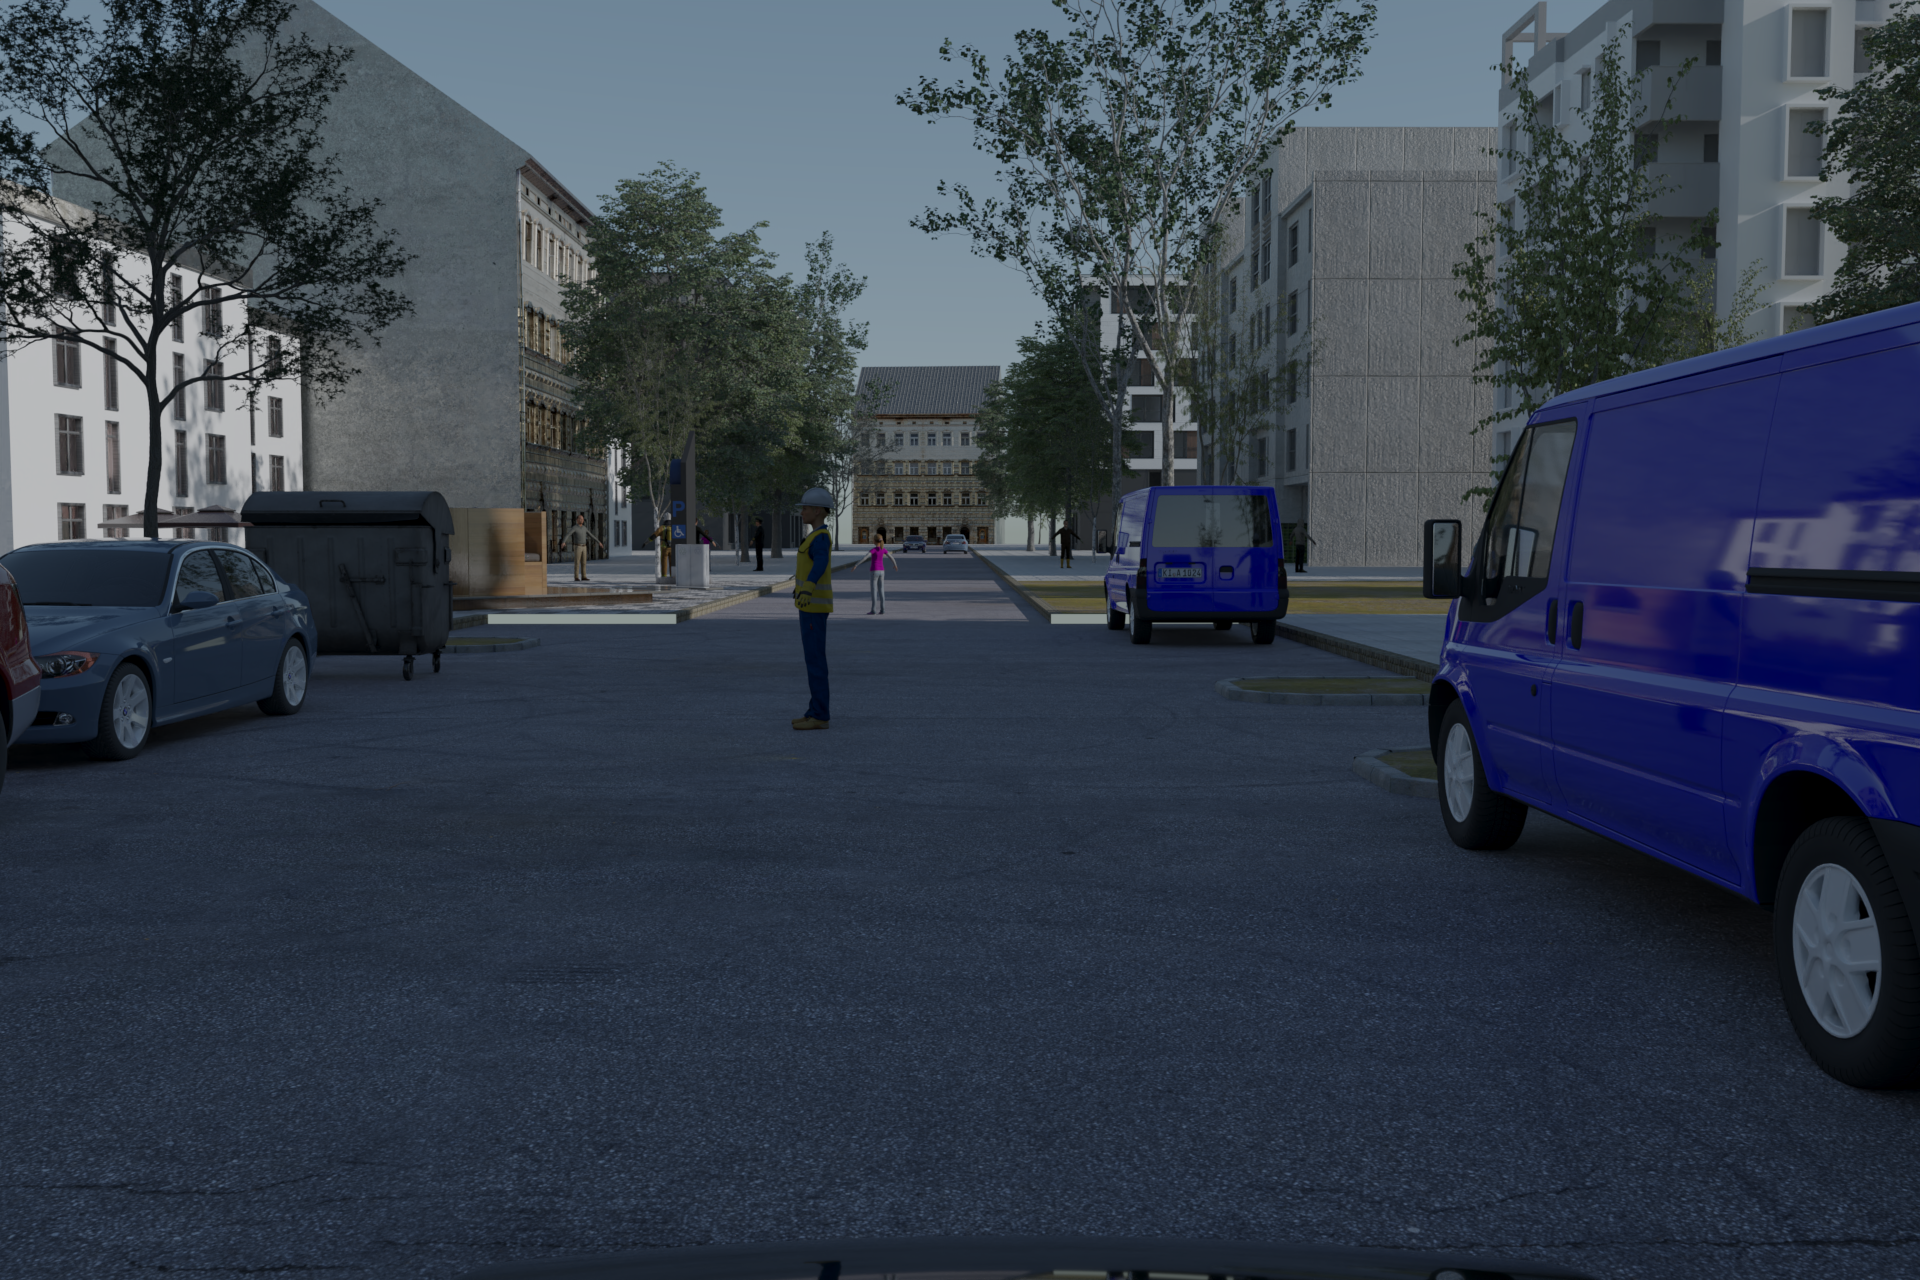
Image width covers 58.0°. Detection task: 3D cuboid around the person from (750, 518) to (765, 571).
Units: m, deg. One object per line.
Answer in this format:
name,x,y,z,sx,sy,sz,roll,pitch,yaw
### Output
person,-6.954,-3.292,59.760,0.705,1.837,1.347,1,4,10

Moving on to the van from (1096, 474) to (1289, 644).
van,3.151,-1.211,24.186,2.240,2.365,5.245,0,3,0

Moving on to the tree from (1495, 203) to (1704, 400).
tree,14.205,-5.410,38.821,4.737,8.622,4.395,0,3,0

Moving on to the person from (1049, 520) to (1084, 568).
person,3.968,-3.600,64.995,1.346,1.812,0.704,-1,4,-13

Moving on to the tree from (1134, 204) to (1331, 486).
tree,5.586,-5.443,39.356,4.360,8.622,3.978,0,3,0

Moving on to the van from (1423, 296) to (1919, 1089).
van,3.198,-0.107,6.133,2.240,2.365,5.245,0,4,-1

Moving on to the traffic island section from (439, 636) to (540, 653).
traffic island section,-6.392,0.065,21.796,1.991,0.108,1.994,0,4,0

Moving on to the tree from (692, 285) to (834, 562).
tree,-9.575,-9.806,78.462,7.486,12.596,7.792,0,3,0

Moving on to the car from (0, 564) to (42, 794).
car,-5.675,0.126,6.610,2.281,1.827,5.304,0,4,0

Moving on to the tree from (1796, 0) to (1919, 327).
tree,22.598,-7.922,36.186,9.857,13.997,8.962,0,3,0

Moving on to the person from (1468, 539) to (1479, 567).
person,5.327,-0.645,16.383,1.345,1.849,0.704,-1,4,-21

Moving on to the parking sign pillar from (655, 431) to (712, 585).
parking sign pillar,-7.120,-3.430,44.548,1.447,3.967,1.447,0,4,1

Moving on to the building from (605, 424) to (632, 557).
building,-24.082,-9.874,103.579,9.099,9.664,28.070,0,4,-1

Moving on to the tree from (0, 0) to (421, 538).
tree,-11.417,-5.531,24.842,7.601,10.594,8.767,-2,4,-28

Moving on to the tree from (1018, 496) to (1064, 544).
tree,10.338,-17.355,218.159,7.601,10.594,8.767,0,4,8

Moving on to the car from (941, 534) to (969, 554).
car,-0.335,-6.893,124.697,2.014,1.417,4.499,0,4,-1

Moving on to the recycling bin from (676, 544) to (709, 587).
recycling bin,-6.507,-1.809,42.136,0.722,1.027,0.722,0,4,-1

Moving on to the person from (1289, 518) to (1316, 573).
person,11.336,-3.146,57.570,0.705,1.813,1.348,-2,4,-27

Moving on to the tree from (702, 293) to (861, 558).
tree,-9.907,-11.351,92.247,9.857,13.997,8.962,0,3,0

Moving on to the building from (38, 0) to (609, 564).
building,-26.967,-15.117,78.099,19.493,23.208,18.063,0,4,-1

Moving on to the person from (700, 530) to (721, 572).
person,-8.650,-3.047,59.086,0.991,1.433,0.599,-1,4,-13

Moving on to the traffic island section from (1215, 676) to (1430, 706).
traffic island section,3.320,0.453,15.459,1.991,0.108,1.994,0,3,0

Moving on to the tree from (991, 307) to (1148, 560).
tree,5.462,-10.272,86.079,7.486,12.596,7.792,0,3,0

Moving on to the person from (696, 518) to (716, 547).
person,-8.201,-2.900,53.602,1.347,1.806,0.705,1,4,20

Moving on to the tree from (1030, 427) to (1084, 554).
tree,5.462,-9.690,108.800,4.360,8.622,3.978,0,3,0

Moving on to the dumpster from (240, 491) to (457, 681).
dumpster,-6.111,-0.559,17.357,1.865,1.857,1.264,0,4,0

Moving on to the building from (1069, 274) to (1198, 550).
building,23.381,-18.882,152.700,27.936,21.610,32.646,0,3,0

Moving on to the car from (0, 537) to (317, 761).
car,-6.127,-0.028,12.467,2.014,1.417,4.499,0,4,0

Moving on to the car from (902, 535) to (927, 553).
car,-3.504,-7.392,133.444,1.945,1.354,3.894,0,3,0

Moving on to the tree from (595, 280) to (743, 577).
tree,-8.979,-6.137,50.706,4.360,8.622,3.978,0,3,0

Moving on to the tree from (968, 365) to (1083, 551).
tree,5.162,-13.541,128.044,9.857,13.997,8.962,0,3,0

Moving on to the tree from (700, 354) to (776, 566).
tree,-8.928,-7.340,70.375,4.360,8.622,3.978,0,3,0

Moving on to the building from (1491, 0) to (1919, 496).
building,25.125,-12.648,63.221,16.016,20.090,11.380,0,4,0

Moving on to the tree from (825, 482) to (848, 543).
tree,-16.767,-16.771,224.559,4.737,8.622,4.395,0,3,0

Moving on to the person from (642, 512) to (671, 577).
person,-7.786,-2.467,46.101,1.354,1.858,0.705,-2,4,-25

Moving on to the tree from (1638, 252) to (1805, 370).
tree,20.218,-5.853,46.059,4.737,8.622,4.395,0,3,0

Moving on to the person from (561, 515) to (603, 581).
person,-10.388,-2.518,47.436,0.705,1.796,1.348,3,5,42

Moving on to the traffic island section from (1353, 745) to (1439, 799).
traffic island section,3.369,0.782,10.086,1.991,0.108,1.994,0,4,-1

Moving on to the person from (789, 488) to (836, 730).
person,-1.151,-0.237,12.796,0.721,1.772,1.216,0,4,-7

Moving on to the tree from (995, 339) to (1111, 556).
tree,5.657,-11.156,100.525,7.486,12.596,7.792,0,3,0

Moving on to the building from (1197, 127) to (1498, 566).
building,22.136,-13.306,84.014,16.747,18.905,31.486,0,4,0

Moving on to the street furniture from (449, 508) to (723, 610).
street furniture,-11.021,-1.558,32.331,9.812,1.723,11.010,3,5,40

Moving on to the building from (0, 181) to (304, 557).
building,-26.960,-6.909,55.105,9.099,9.664,28.070,0,4,0

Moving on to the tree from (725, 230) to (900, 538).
tree,-10.116,-15.558,110.265,12.611,20.169,13.585,0,3,0

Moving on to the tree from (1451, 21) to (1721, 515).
tree,9.148,-4.623,25.946,4.737,8.622,4.395,0,3,0

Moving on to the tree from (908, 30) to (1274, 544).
tree,4.743,-12.896,66.731,12.611,20.169,13.585,0,3,0

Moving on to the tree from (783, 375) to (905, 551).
tree,-9.237,-13.507,131.206,12.009,13.543,11.850,0,3,0

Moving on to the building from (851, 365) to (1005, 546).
building,-3.778,-23.961,225.152,18.063,23.208,19.493,0,4,5

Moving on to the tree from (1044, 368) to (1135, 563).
tree,5.994,-7.735,76.822,4.360,8.622,3.978,0,3,0

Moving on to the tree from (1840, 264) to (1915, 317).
tree,25.467,-5.893,46.716,4.737,8.622,4.395,0,3,0

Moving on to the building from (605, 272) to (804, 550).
building,-29.054,-18.818,151.654,27.936,21.610,32.646,0,4,0

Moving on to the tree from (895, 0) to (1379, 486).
tree,4.528,-11.836,49.404,12.611,20.169,13.585,0,3,0

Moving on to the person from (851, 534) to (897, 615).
person,-1.508,-1.169,30.838,0.991,1.433,0.599,-3,4,-38

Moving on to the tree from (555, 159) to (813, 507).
tree,-9.398,-9.352,59.556,9.857,13.997,8.962,0,3,0
